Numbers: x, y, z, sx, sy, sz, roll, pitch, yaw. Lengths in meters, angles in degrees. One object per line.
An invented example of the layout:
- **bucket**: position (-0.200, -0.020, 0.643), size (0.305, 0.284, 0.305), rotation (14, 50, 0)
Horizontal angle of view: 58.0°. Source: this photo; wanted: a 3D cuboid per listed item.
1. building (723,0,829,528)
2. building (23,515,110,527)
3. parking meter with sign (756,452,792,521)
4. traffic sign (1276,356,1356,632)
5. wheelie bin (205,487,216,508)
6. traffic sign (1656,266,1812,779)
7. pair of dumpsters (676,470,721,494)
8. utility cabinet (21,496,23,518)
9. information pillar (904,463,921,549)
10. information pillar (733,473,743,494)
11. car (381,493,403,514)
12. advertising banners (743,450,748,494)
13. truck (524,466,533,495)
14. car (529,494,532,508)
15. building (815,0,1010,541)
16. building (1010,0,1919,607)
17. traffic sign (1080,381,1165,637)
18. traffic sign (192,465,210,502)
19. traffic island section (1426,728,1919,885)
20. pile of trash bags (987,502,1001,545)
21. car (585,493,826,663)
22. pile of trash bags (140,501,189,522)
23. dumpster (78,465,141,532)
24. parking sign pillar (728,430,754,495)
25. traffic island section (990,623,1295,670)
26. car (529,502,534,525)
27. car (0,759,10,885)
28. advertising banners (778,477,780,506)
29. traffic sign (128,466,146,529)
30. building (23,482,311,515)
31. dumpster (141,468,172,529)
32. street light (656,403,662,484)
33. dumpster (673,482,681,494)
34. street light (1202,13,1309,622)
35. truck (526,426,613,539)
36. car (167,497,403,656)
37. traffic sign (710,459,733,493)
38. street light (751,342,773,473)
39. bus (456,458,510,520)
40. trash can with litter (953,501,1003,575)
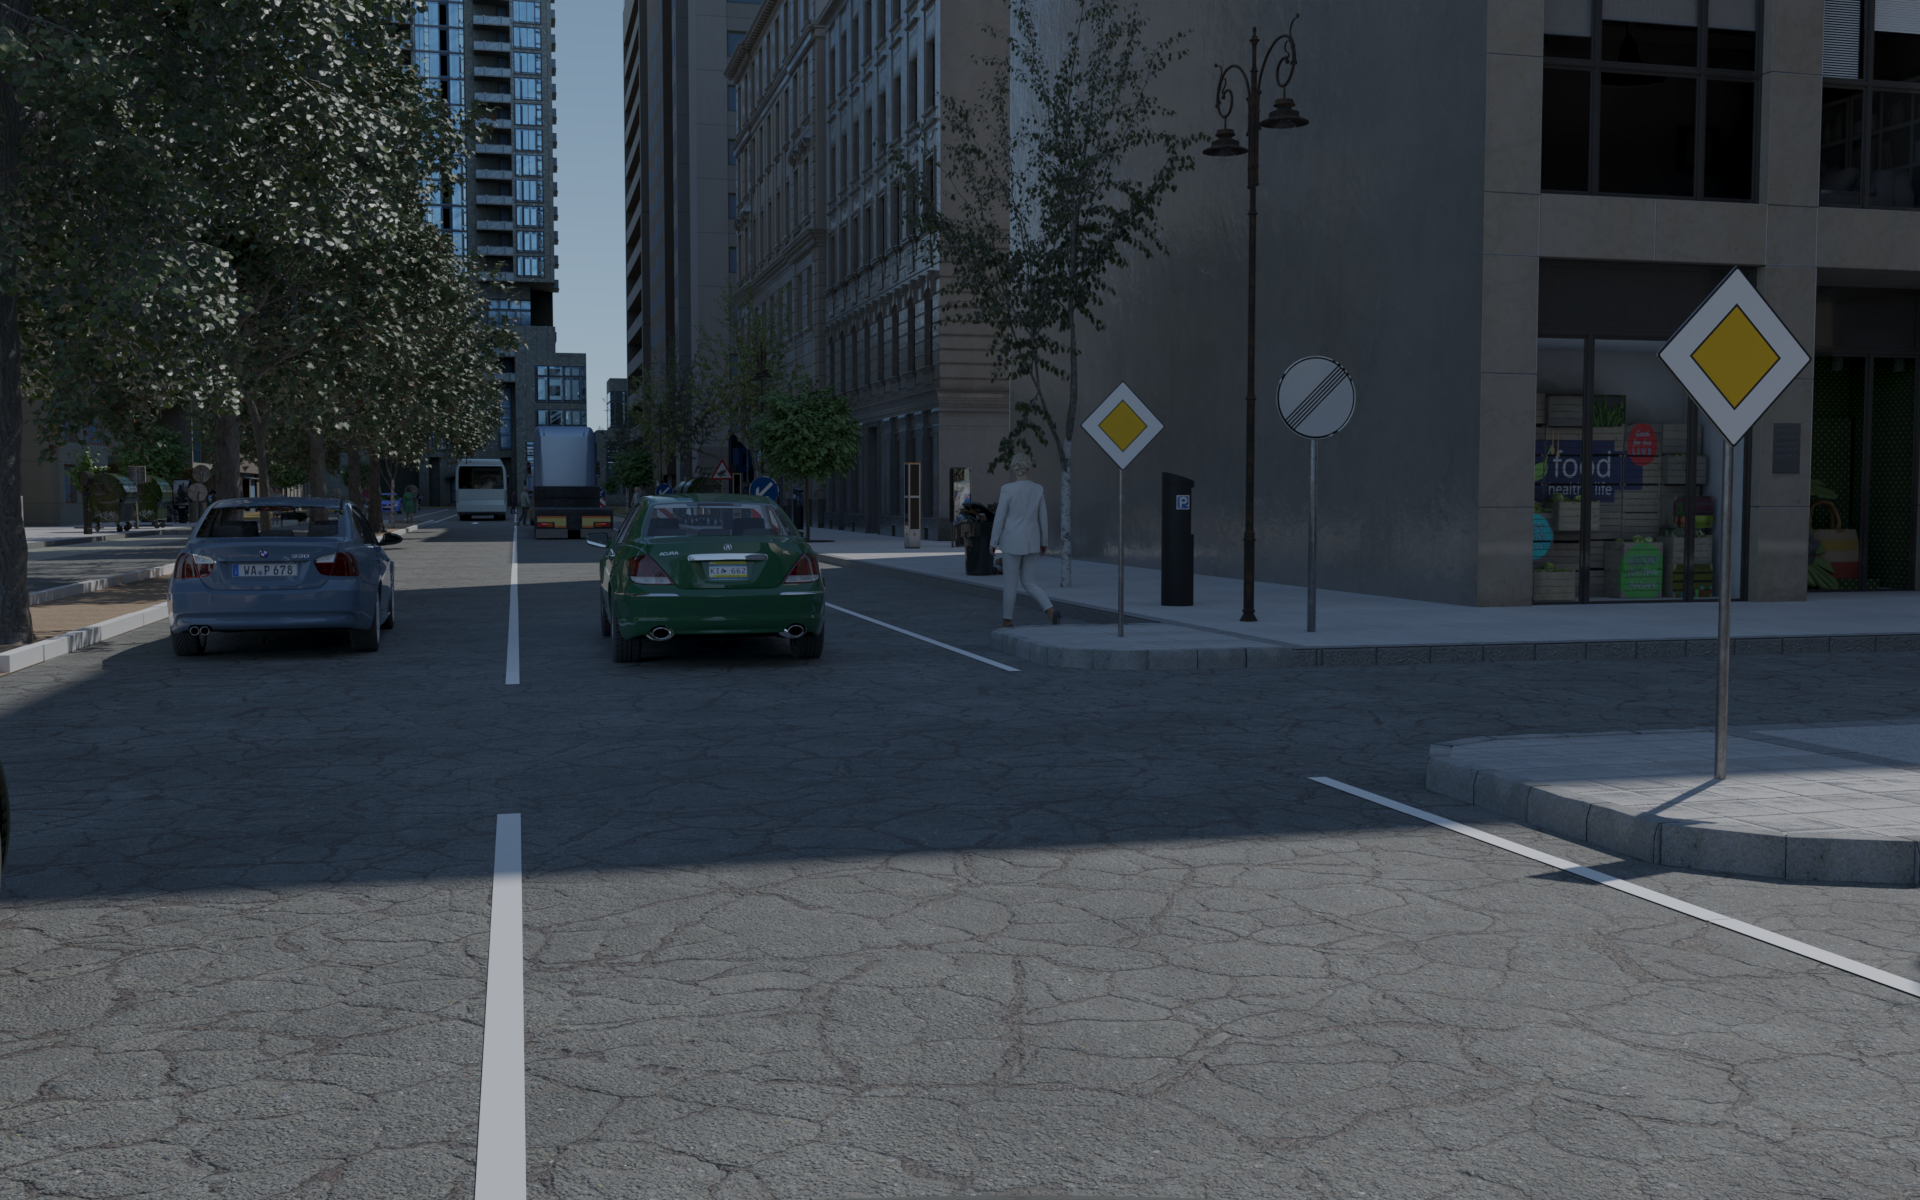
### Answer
- **building**: position (-2.895, -17.144, 77.570), size (12.463, 27.353, 25.104), rotation (-1, 4, -14)
- **building**: position (-47.641, -13.086, 58.989), size (27.650, 21.520, 28.899), rotation (-1, 4, -14)
- **parking meter with sign**: position (-7.057, -4.268, 66.049), size (0.543, 3.016, 1.738), rotation (2, 4, 28)
- **traffic sign**: position (3.273, -0.976, 16.056), size (0.768, 2.556, 0.104), rotation (-1, 4, -9)
- **wheelie bin**: position (-34.428, -4.397, 79.799), size (0.693, 1.594, 0.980), rotation (-2, 4, -26)
- **traffic sign**: position (3.423, -0.251, 7.742), size (0.795, 2.450, 0.064), rotation (-1, 4, -14)
- **pair of dumpsters**: position (-10.681, -4.203, 71.213), size (1.574, 2.255, 4.437), rotation (-1, 4, -14)
- **utility cabinet**: position (-30.334, -2.680, 54.979), size (1.020, 1.237, 0.306), rotation (-1, 4, -18)
- **information pillar**: position (-1.120, -2.214, 40.688), size (0.304, 2.012, 0.304), rotation (-2, 4, -23)
- **information pillar**: position (-7.819, -3.457, 61.019), size (0.304, 2.012, 0.304), rotation (0, 4, 6)
- **car**: position (-41.328, -7.078, 125.314), size (1.945, 1.707, 3.694), rotation (-1, 4, -15)
- **advertising banners**: position (-8.495, -4.434, 68.686), size (0.090, 3.025, 2.074), rotation (0, 4, -1)
- **truck**: position (-37.234, -10.023, 153.637), size (2.967, 4.110, 18.799), rotation (-1, 4, -14)
- **car**: position (-33.610, -7.659, 137.225), size (2.014, 1.417, 4.499), rotation (-1, 4, -14)
- **building**: position (1.721, -12.658, 56.113), size (9.793, 20.994, 18.267), rotation (-1, 4, -14)
- **building**: position (19.938, -13.930, 32.278), size (34.151, 26.468, 19.350), rotation (-1, 4, -14)
- **traffic sign**: position (1.440, -0.724, 15.478), size (0.795, 2.450, 0.064), rotation (-1, 4, -14)
- **traffic sign**: position (-32.921, -4.592, 75.188), size (0.768, 2.556, 0.104), rotation (-1, 4, -8)
- **traffic island section**: position (3.444, 0.884, 7.825), size (2.009, 0.180, 2.903), rotation (-1, 4, -14)
- **pile of trash bags**: position (1.615, -2.139, 44.731), size (1.912, 1.369, 3.447), rotation (1, 4, 17)
- **car**: position (-2.421, -0.276, 16.315), size (2.131, 1.459, 4.920), rotation (-1, 4, -13)
- **pile of trash bags**: position (-36.972, -4.244, 79.141), size (3.447, 1.369, 1.912), rotation (1, 4, 10)
- **dumpster**: position (-28.886, -3.438, 58.701), size (1.502, 2.255, 1.985), rotation (-1, 4, -14)
- **parking sign pillar**: position (-9.248, -5.189, 73.319), size (1.447, 3.967, 1.447), rotation (2, 4, 28)
- **traffic island section**: position (1.461, 0.411, 15.561), size (2.009, 0.180, 2.903), rotation (-1, 4, -14)
- **car**: position (-19.086, -4.209, 80.617), size (2.131, 1.459, 4.920), rotation (-1, 4, -14)
- **car**: position (-3.465, 0.372, 3.703), size (2.009, 1.686, 4.222), rotation (-1, 4, -13)
- **advertising banners**: position (-5.647, -3.530, 53.899), size (0.090, 3.025, 2.074), rotation (0, 4, -5)
- **traffic sign**: position (-29.895, -3.718, 62.914), size (0.606, 2.300, 0.079), rotation (0, 4, -7)
- **building**: position (-67.175, -17.856, 136.991), size (28.899, 21.520, 27.650), rotation (-1, 4, -14)
- **dumpster**: position (-30.243, -3.782, 64.331), size (1.502, 2.255, 1.985), rotation (-1, 4, -14)
- **street light**: position (-15.257, -7.070, 88.385), size (0.468, 5.910, 1.993), rotation (-1, 4, -14)
- **dumpster**: position (-11.637, -4.208, 74.566), size (1.264, 1.857, 1.865), rotation (-1, 4, -14)
- **street light**: position (2.912, -2.723, 17.301), size (0.468, 5.910, 1.993), rotation (-1, 4, -14)
- **truck**: position (-14.380, -4.508, 63.457), size (2.967, 4.110, 18.799), rotation (-1, 4, -14)
- **car**: position (-6.471, -0.292, 16.776), size (2.014, 1.417, 4.499), rotation (-1, 4, -15)
- **traffic sign**: position (-8.794, -3.919, 64.075), size (0.884, 2.594, 0.081), rotation (-1, 4, -12)
- **street light**: position (-6.047, -4.898, 52.875), size (0.468, 5.910, 1.993), rotation (-1, 4, -14)
- **bus**: position (-26.771, -6.261, 97.228), size (2.948, 3.499, 13.247), rotation (-1, 4, -14)
- **trash can with litter**: position (0.454, -0.987, 27.530), size (1.055, 1.170, 0.624), rotation (-3, 5, -42)
